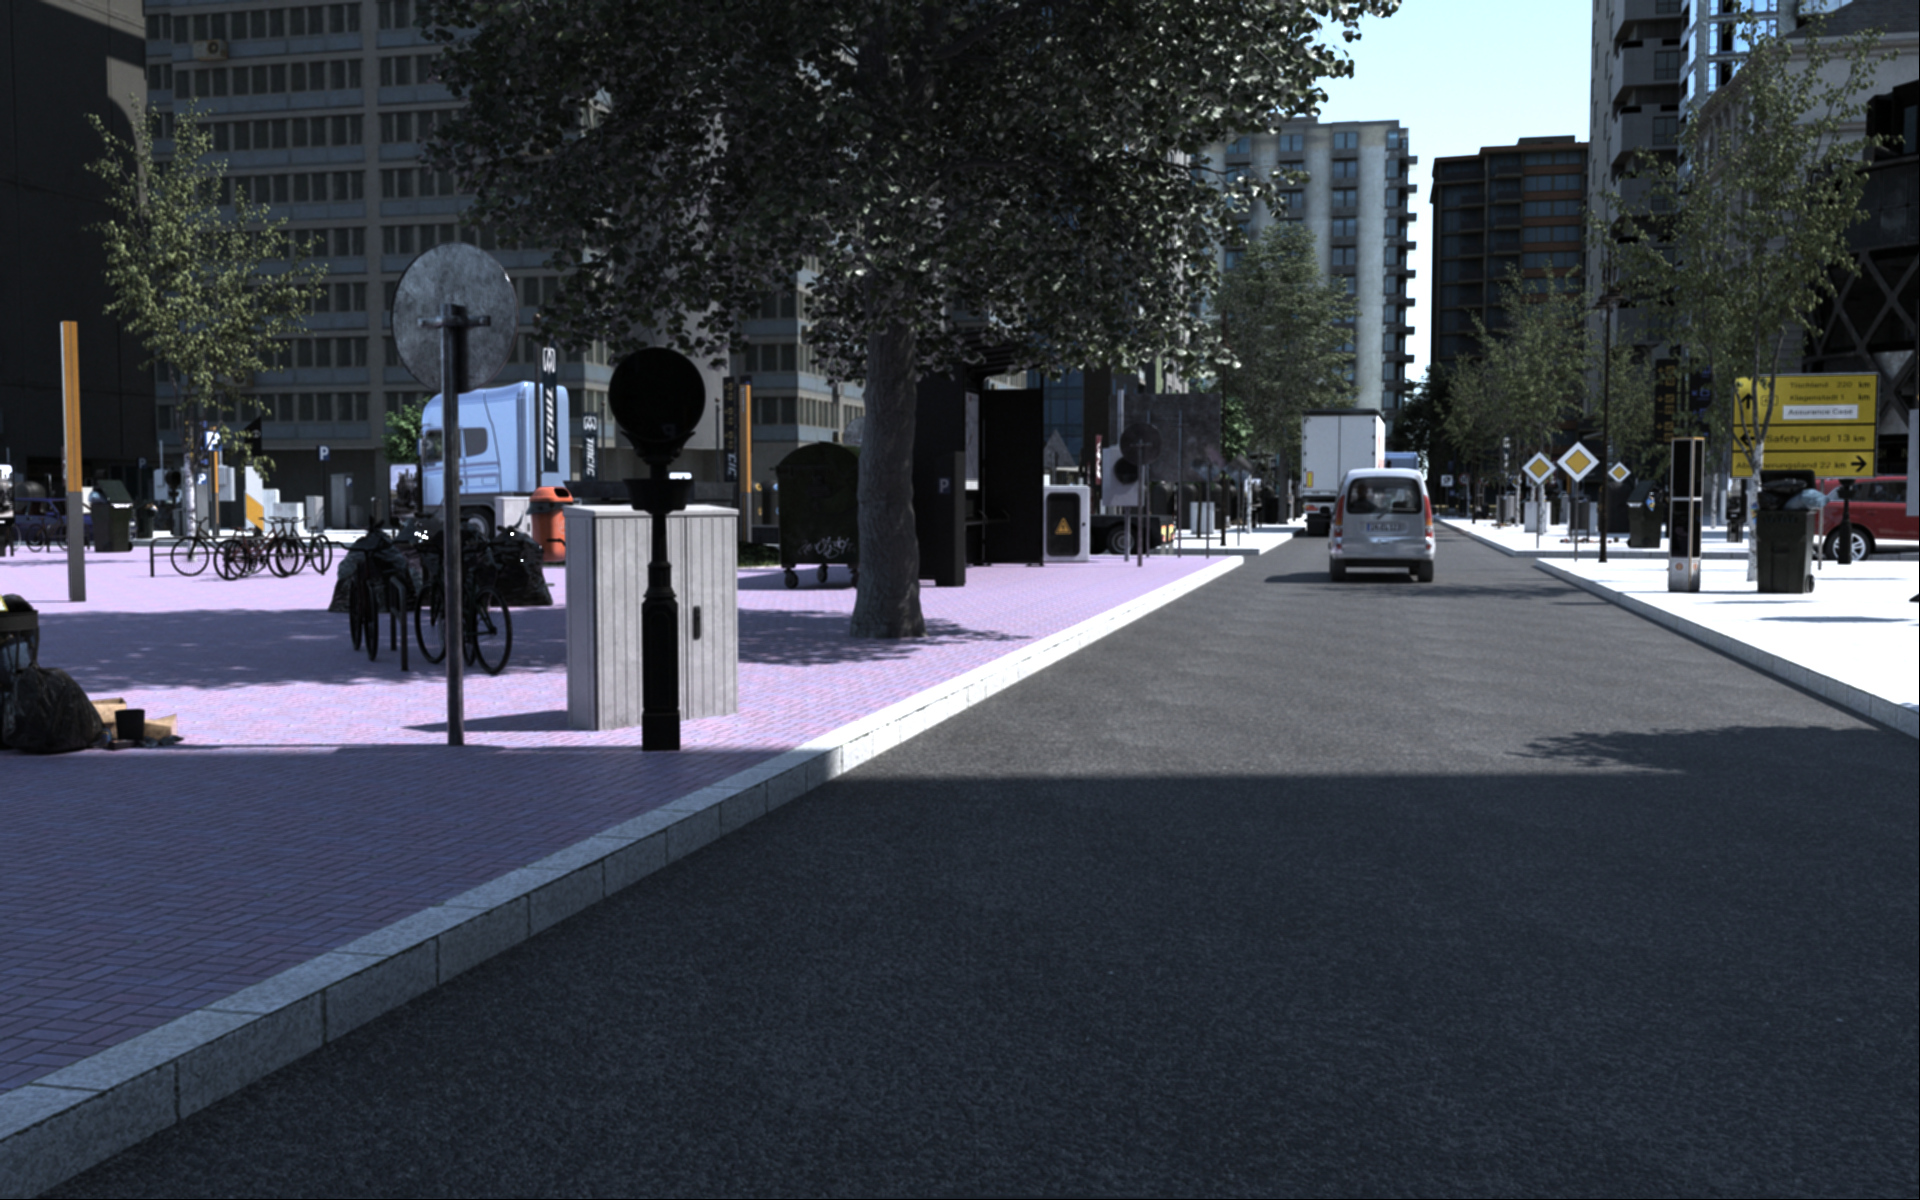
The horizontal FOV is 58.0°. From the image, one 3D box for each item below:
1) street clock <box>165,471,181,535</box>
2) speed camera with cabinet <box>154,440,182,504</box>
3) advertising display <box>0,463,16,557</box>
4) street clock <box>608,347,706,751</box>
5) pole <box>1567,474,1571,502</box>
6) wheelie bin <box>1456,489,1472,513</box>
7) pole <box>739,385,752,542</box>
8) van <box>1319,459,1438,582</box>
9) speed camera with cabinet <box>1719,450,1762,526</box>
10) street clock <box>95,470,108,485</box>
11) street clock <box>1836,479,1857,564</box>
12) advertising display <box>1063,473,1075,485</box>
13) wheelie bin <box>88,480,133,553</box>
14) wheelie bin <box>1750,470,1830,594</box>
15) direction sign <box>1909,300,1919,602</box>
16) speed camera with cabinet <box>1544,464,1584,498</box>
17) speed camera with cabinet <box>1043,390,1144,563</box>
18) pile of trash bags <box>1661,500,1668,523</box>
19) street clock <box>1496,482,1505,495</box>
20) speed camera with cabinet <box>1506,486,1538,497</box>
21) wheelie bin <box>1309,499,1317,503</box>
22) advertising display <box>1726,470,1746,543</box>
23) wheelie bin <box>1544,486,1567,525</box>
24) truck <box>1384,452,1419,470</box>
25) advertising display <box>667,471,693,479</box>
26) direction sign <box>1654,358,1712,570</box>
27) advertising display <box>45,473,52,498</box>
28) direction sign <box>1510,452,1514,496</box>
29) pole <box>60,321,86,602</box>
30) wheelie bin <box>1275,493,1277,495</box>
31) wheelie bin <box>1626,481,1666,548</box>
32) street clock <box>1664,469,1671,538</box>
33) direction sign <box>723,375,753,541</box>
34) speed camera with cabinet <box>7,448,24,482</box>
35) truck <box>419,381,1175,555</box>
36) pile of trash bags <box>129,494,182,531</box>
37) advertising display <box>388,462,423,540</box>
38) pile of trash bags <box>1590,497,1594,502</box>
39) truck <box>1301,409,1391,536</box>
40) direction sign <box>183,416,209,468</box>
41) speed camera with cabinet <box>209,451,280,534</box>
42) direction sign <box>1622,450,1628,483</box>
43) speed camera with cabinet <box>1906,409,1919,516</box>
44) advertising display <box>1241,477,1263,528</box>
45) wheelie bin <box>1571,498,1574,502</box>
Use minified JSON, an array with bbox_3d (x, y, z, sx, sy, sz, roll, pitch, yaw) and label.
[{"bbox_3d":[-24.468,-3.018,53.922,0.358,2.002,0.471,1,4,18],"label":"street clock"},{"bbox_3d":[-28.704,-4.248,63.788,2.038,3.252,0.660,1,4,22],"label":"speed camera with cabinet"},{"bbox_3d":[-19.643,-1.839,35.278,0.123,1.923,0.974,1,4,10],"label":"advertising display"},{"bbox_3d":[-1.506,-0.251,8.677,0.471,2.002,0.358,-1,4,-8],"label":"street clock"},{"bbox_3d":[30.249,-5.637,86.009,0.158,3.312,0.155,0,3,0],"label":"pole"},{"bbox_3d":[31.440,-6.135,108.209,0.980,1.594,0.693,0,4,2],"label":"wheelie bin"},{"bbox_3d":[-4.009,-2.357,32.379,0.158,3.312,0.155,0,3,0],"label":"pole"},{"bbox_3d":[7.187,-1.386,29.681,2.013,2.044,4.112,1,4,12],"label":"van"},{"bbox_3d":[31.402,-4.577,69.175,2.038,3.252,0.660,-2,4,-24],"label":"speed camera with cabinet"},{"bbox_3d":[-25.369,-2.855,51.246,0.358,2.002,0.471,-1,4,-9],"label":"street clock"},{"bbox_3d":[16.179,-1.654,31.618,0.471,2.002,0.358,3,5,42],"label":"street clock"},{"bbox_3d":[3.390,-2.974,53.845,0.123,1.923,0.974,1,4,20],"label":"advertising display"},{"bbox_3d":[-18.772,-1.854,38.226,0.693,1.594,0.980,1,4,20],"label":"wheelie bin"},{"bbox_3d":[10.752,-0.893,22.502,0.980,1.594,0.693,3,4,36],"label":"wheelie bin"},{"bbox_3d":[11.504,-1.743,20.492,0.876,3.537,0.379,-2,4,-34],"label":"direction sign"},{"bbox_3d":[32.914,-6.103,94.125,2.038,3.252,0.660,-1,4,-22],"label":"speed camera with cabinet"},{"bbox_3d":[2.412,-2.337,32.553,2.038,3.252,0.660,-1,4,-13],"label":"speed camera with cabinet"},{"bbox_3d":[31.290,-4.165,77.857,3.447,1.369,1.912,2,4,30],"label":"pile of trash bags"},{"bbox_3d":[29.760,-5.549,95.301,0.471,2.002,0.358,-1,4,-9],"label":"street clock"},{"bbox_3d":[33.142,-6.571,101.776,2.038,3.252,0.660,2,4,34],"label":"speed camera with cabinet"},{"bbox_3d":[22.832,-6.379,112.199,0.693,1.594,0.980,1,4,16],"label":"wheelie bin"},{"bbox_3d":[20.504,-2.482,45.788,0.123,1.923,0.974,0,4,3],"label":"advertising display"},{"bbox_3d":[24.484,-3.897,71.629,0.980,1.594,0.693,-3,5,-44],"label":"wheelie bin"},{"bbox_3d":[26.773,-7.083,105.564,2.967,4.110,18.799,1,4,14],"label":"truck"},{"bbox_3d":[-7.798,-2.627,48.161,0.123,1.923,0.974,2,4,33],"label":"advertising display"},{"bbox_3d":[12.066,-2.261,28.971,0.876,3.537,0.379,1,4,18],"label":"direction sign"},{"bbox_3d":[-28.007,-2.937,53.242,0.123,1.923,0.974,-2,4,-25],"label":"advertising display"},{"bbox_3d":[29.460,-6.148,92.512,0.379,3.537,0.876,2,4,28],"label":"direction sign"},{"bbox_3d":[-10.533,-1.635,20.568,0.158,3.312,0.155,0,3,0],"label":"pole"},{"bbox_3d":[19.443,-6.117,107.923,0.693,1.594,0.980,0,4,-1],"label":"wheelie bin"},{"bbox_3d":[16.298,-2.034,41.163,0.693,1.594,0.980,-1,4,-13],"label":"wheelie bin"},{"bbox_3d":[20.876,-2.835,50.931,0.358,2.002,0.471,1,4,14],"label":"street clock"},{"bbox_3d":[-4.267,-2.527,33.317,0.379,3.537,0.876,-3,5,-45],"label":"direction sign"},{"bbox_3d":[-39.764,-4.839,73.455,2.038,3.252,0.660,2,4,33],"label":"speed camera with cabinet"},{"bbox_3d":[-4.458,-3.124,40.829,18.799,4.110,2.967,1,4,14],"label":"truck"},{"bbox_3d":[-28.642,-3.142,61.125,3.447,1.369,1.912,2,4,27],"label":"pile of trash bags"},{"bbox_3d":[-11.398,-1.860,35.630,0.974,1.923,0.123,3,4,36],"label":"advertising display"},{"bbox_3d":[37.967,-6.016,108.109,3.447,1.369,1.912,2,4,32],"label":"pile of trash bags"},{"bbox_3d":[13.969,-4.498,62.457,2.839,4.237,11.283,1,4,15],"label":"truck"},{"bbox_3d":[-22.360,-3.595,50.768,0.379,3.537,0.876,1,4,22],"label":"direction sign"},{"bbox_3d":[-23.275,-3.793,56.351,2.038,3.252,0.660,-1,4,-11],"label":"speed camera with cabinet"},{"bbox_3d":[33.825,-5.884,88.192,0.379,3.537,0.876,3,4,39],"label":"direction sign"},{"bbox_3d":[10.517,-1.392,17.091,0.660,3.252,2.038,-2,4,-32],"label":"speed camera with cabinet"},{"bbox_3d":[11.070,-3.698,65.682,0.974,1.923,0.123,-2,4,-30],"label":"advertising display"},{"bbox_3d":[35.516,-5.676,100.703,0.980,1.594,0.693,3,5,41],"label":"wheelie bin"}]
